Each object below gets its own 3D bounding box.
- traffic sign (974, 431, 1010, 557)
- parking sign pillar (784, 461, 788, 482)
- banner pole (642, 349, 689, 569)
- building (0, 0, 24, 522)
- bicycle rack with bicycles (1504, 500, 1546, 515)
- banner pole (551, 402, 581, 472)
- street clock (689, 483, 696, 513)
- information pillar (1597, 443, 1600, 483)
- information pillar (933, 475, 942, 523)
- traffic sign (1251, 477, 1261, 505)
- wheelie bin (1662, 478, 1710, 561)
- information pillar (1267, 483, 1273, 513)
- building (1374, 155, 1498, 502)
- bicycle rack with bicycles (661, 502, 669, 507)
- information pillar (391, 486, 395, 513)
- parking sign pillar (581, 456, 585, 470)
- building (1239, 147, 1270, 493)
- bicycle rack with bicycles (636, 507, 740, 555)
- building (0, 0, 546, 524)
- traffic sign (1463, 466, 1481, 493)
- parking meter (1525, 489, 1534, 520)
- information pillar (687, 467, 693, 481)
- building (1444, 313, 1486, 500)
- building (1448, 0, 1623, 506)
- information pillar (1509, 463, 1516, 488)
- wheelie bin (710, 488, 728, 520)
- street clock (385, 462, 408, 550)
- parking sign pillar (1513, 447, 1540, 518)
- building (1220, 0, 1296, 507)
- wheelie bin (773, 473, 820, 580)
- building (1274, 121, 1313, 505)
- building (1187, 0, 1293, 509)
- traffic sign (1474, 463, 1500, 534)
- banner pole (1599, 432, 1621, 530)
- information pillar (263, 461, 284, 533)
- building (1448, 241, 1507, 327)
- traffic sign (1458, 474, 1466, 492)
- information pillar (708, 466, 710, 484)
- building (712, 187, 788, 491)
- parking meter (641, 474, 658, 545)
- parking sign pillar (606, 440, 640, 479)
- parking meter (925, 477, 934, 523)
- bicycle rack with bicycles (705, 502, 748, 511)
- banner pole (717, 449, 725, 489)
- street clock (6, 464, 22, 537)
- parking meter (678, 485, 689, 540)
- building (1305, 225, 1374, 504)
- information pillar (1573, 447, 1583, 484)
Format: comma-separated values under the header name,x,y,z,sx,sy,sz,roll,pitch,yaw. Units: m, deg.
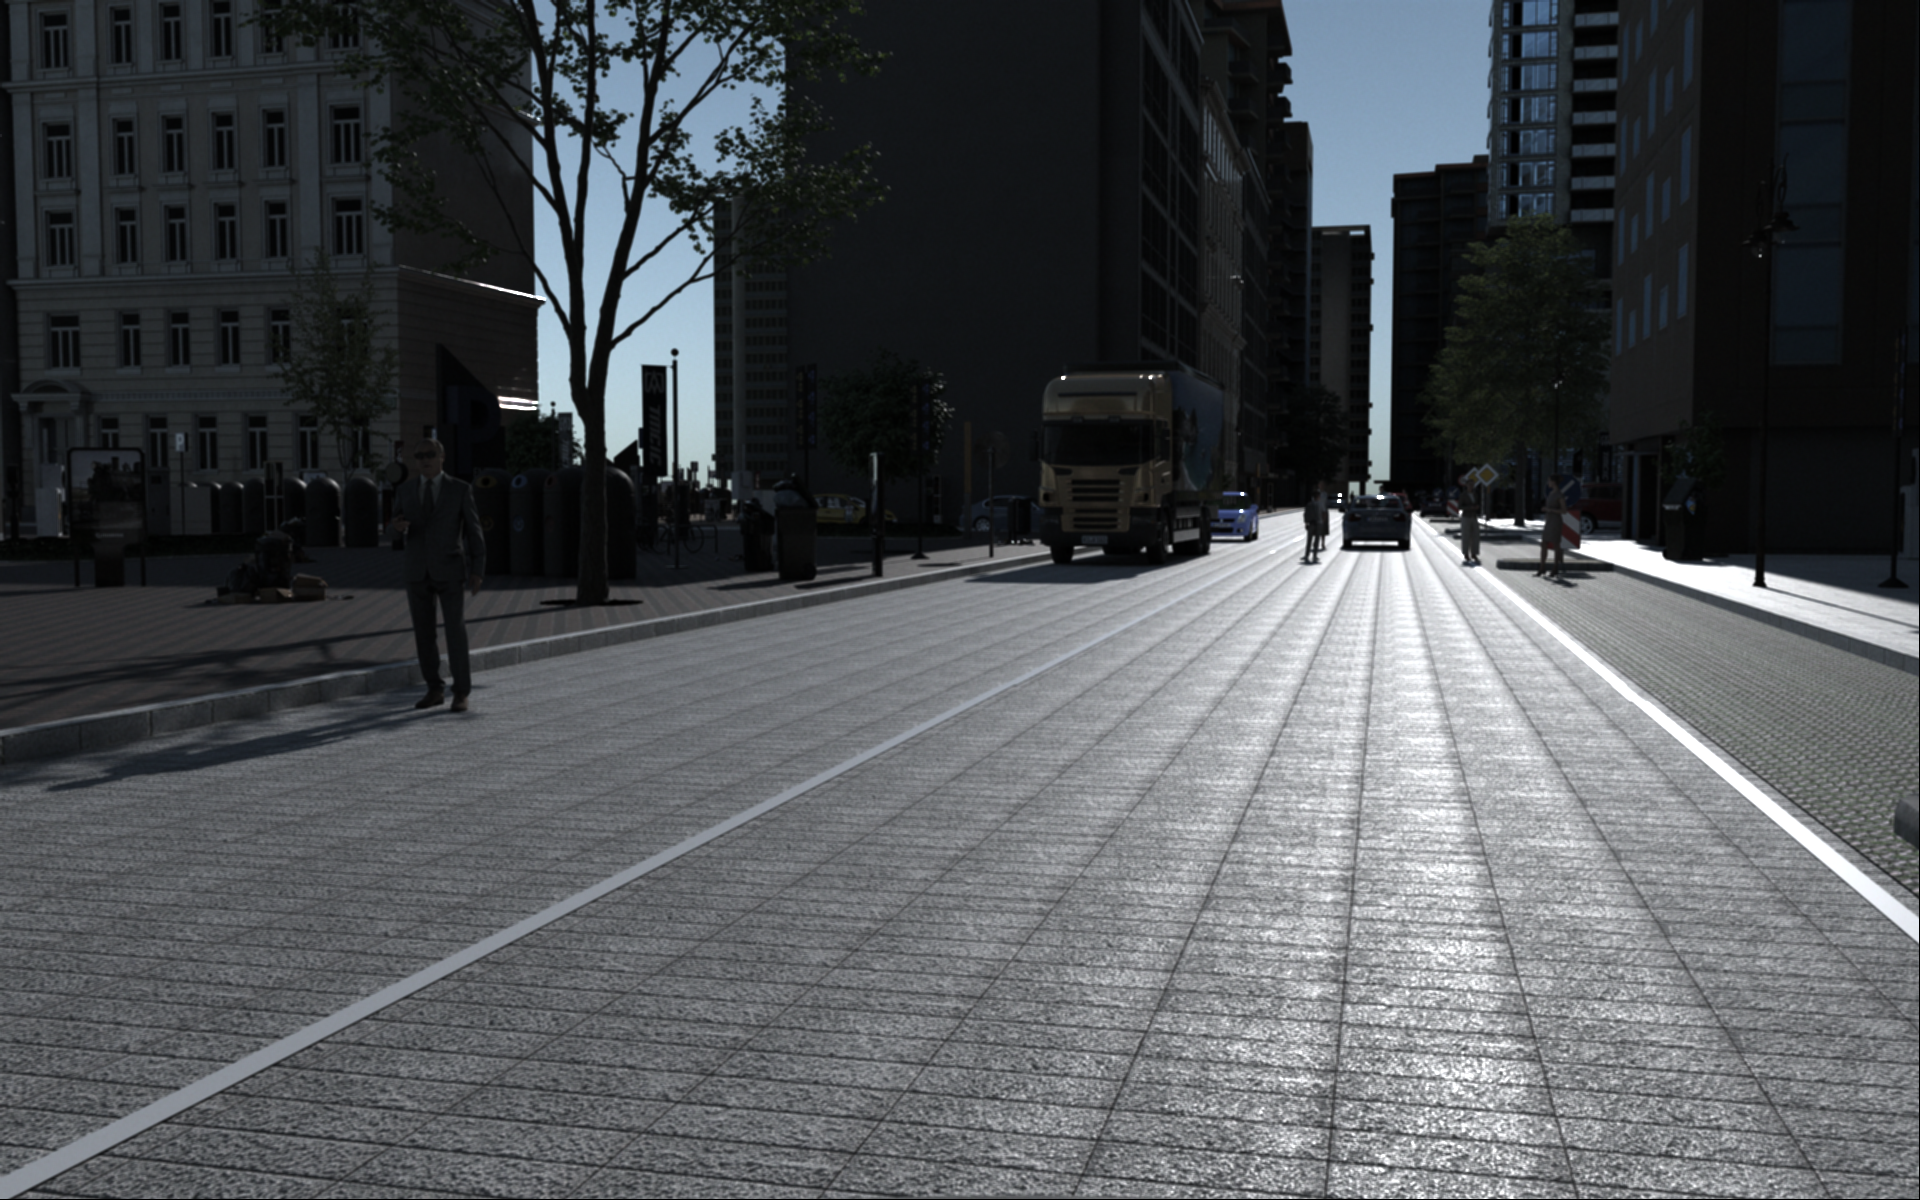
name,x,y,z,sx,sy,sz,roll,pitch,yaw
traffic sign,0.637,-2.141,35.117,0.768,2.556,0.104,1,4,15
parking sign pillar,-9.314,-6.688,97.824,1.447,3.967,1.447,-3,5,-44
banner pole,-5.090,-2.431,29.757,0.863,3.779,0.401,-3,4,-37
building,-51.514,-16.389,85.984,19.932,24.808,12.078,1,4,14
bicycle rack with bicycles,34.030,-5.519,103.612,2.925,0.926,2.852,-1,4,-11
banner pole,-10.803,-3.479,46.896,0.863,3.779,0.401,2,4,24
street clock,-16.808,-6.381,108.901,0.358,2.002,0.471,-2,4,-33
information pillar,29.471,-5.403,79.689,0.504,3.616,0.183,-3,5,-40
information pillar,-0.874,-3.880,67.932,0.304,2.012,0.304,1,4,15
traffic sign,17.903,-6.282,104.847,0.606,2.300,0.079,2,4,23
wheelie bin,14.119,-1.578,33.707,0.693,1.594,0.980,-1,4,-12
information pillar,21.499,-7.078,120.223,0.304,2.012,0.304,0,4,-7
building,69.193,-34.941,225.911,28.867,44.769,22.147,1,4,14
bicycle rack with bicycles,-14.345,-4.190,81.895,2.925,0.926,2.852,0,4,-1
information pillar,-19.177,-3.329,58.920,0.304,2.012,0.304,-1,4,-23
parking sign pillar,-26.033,-8.042,119.953,1.447,3.967,1.447,-3,4,-36
building,14.589,-20.379,126.696,14.314,27.812,24.014,1,4,14
bicycle rack with bicycles,-6.739,-1.485,37.655,2.852,0.926,2.925,2,4,28
building,-31.888,-18.099,81.824,20.117,28.700,13.634,1,4,14
traffic sign,18.633,-3.617,62.774,0.795,2.450,0.064,1,4,14
parking meter,27.799,-4.654,84.504,0.372,1.533,0.369,0,3,0
information pillar,-23.452,-9.723,150.329,0.504,3.616,0.183,1,4,15
building,64.229,-20.271,176.477,27.650,21.520,28.899,1,4,14
building,54.003,-50.982,146.220,22.319,86.520,31.000,1,4,14
information pillar,41.418,-8.473,129.891,0.504,3.616,0.183,3,5,42
wheelie bin,-12.117,-4.819,86.690,0.693,1.594,0.980,3,4,38
street clock,-12.867,-2.143,39.606,0.471,2.002,0.358,1,4,19
parking sign pillar,29.939,-6.301,91.500,1.447,3.967,1.447,1,4,17
building,24.410,-45.311,179.083,20.563,71.187,20.611,1,4,14
wheelie bin,-2.477,-1.112,26.093,0.693,1.594,0.980,-1,4,-9
building,34.169,-33.994,205.907,14.200,45.320,14.600,1,4,14
building,17.932,-30.603,154.981,22.147,44.769,28.867,1,4,14
traffic sign,16.718,-3.142,55.021,0.795,2.450,0.064,1,4,14
banner pole,23.126,-4.381,61.642,0.863,3.779,0.401,0,4,-3
information pillar,-15.372,-2.100,38.825,0.304,2.012,0.304,1,4,13
building,63.056,-26.110,198.597,14.160,30.474,14.107,1,4,14
traffic sign,32.425,-6.813,111.497,0.768,2.556,0.104,1,4,18
information pillar,-20.626,-9.231,142.282,0.183,3.616,0.504,0,4,-2
building,-15.024,-31.610,208.703,23.993,40.220,32.217,1,4,14
parking meter,-7.827,-2.323,43.691,0.255,1.863,0.399,2,4,24
parking sign pillar,-16.575,-5.984,86.315,1.447,3.967,1.447,1,4,20
parking meter,-1.019,-3.189,57.850,0.255,1.863,0.399,0,4,-6
bicycle rack with bicycles,-10.513,-4.010,78.937,2.852,0.926,2.925,1,4,11
banner pole,-13.254,-6.481,95.977,0.401,3.779,0.863,2,4,25
street clock,-23.098,-2.307,42.296,0.358,2.002,0.471,-1,4,-22
parking meter,-7.784,-2.451,48.482,0.372,1.533,0.369,0,3,0
building,44.128,-33.336,236.920,23.993,40.220,32.217,1,4,14
information pillar,30.757,-5.803,86.227,0.504,3.616,0.183,3,5,39
